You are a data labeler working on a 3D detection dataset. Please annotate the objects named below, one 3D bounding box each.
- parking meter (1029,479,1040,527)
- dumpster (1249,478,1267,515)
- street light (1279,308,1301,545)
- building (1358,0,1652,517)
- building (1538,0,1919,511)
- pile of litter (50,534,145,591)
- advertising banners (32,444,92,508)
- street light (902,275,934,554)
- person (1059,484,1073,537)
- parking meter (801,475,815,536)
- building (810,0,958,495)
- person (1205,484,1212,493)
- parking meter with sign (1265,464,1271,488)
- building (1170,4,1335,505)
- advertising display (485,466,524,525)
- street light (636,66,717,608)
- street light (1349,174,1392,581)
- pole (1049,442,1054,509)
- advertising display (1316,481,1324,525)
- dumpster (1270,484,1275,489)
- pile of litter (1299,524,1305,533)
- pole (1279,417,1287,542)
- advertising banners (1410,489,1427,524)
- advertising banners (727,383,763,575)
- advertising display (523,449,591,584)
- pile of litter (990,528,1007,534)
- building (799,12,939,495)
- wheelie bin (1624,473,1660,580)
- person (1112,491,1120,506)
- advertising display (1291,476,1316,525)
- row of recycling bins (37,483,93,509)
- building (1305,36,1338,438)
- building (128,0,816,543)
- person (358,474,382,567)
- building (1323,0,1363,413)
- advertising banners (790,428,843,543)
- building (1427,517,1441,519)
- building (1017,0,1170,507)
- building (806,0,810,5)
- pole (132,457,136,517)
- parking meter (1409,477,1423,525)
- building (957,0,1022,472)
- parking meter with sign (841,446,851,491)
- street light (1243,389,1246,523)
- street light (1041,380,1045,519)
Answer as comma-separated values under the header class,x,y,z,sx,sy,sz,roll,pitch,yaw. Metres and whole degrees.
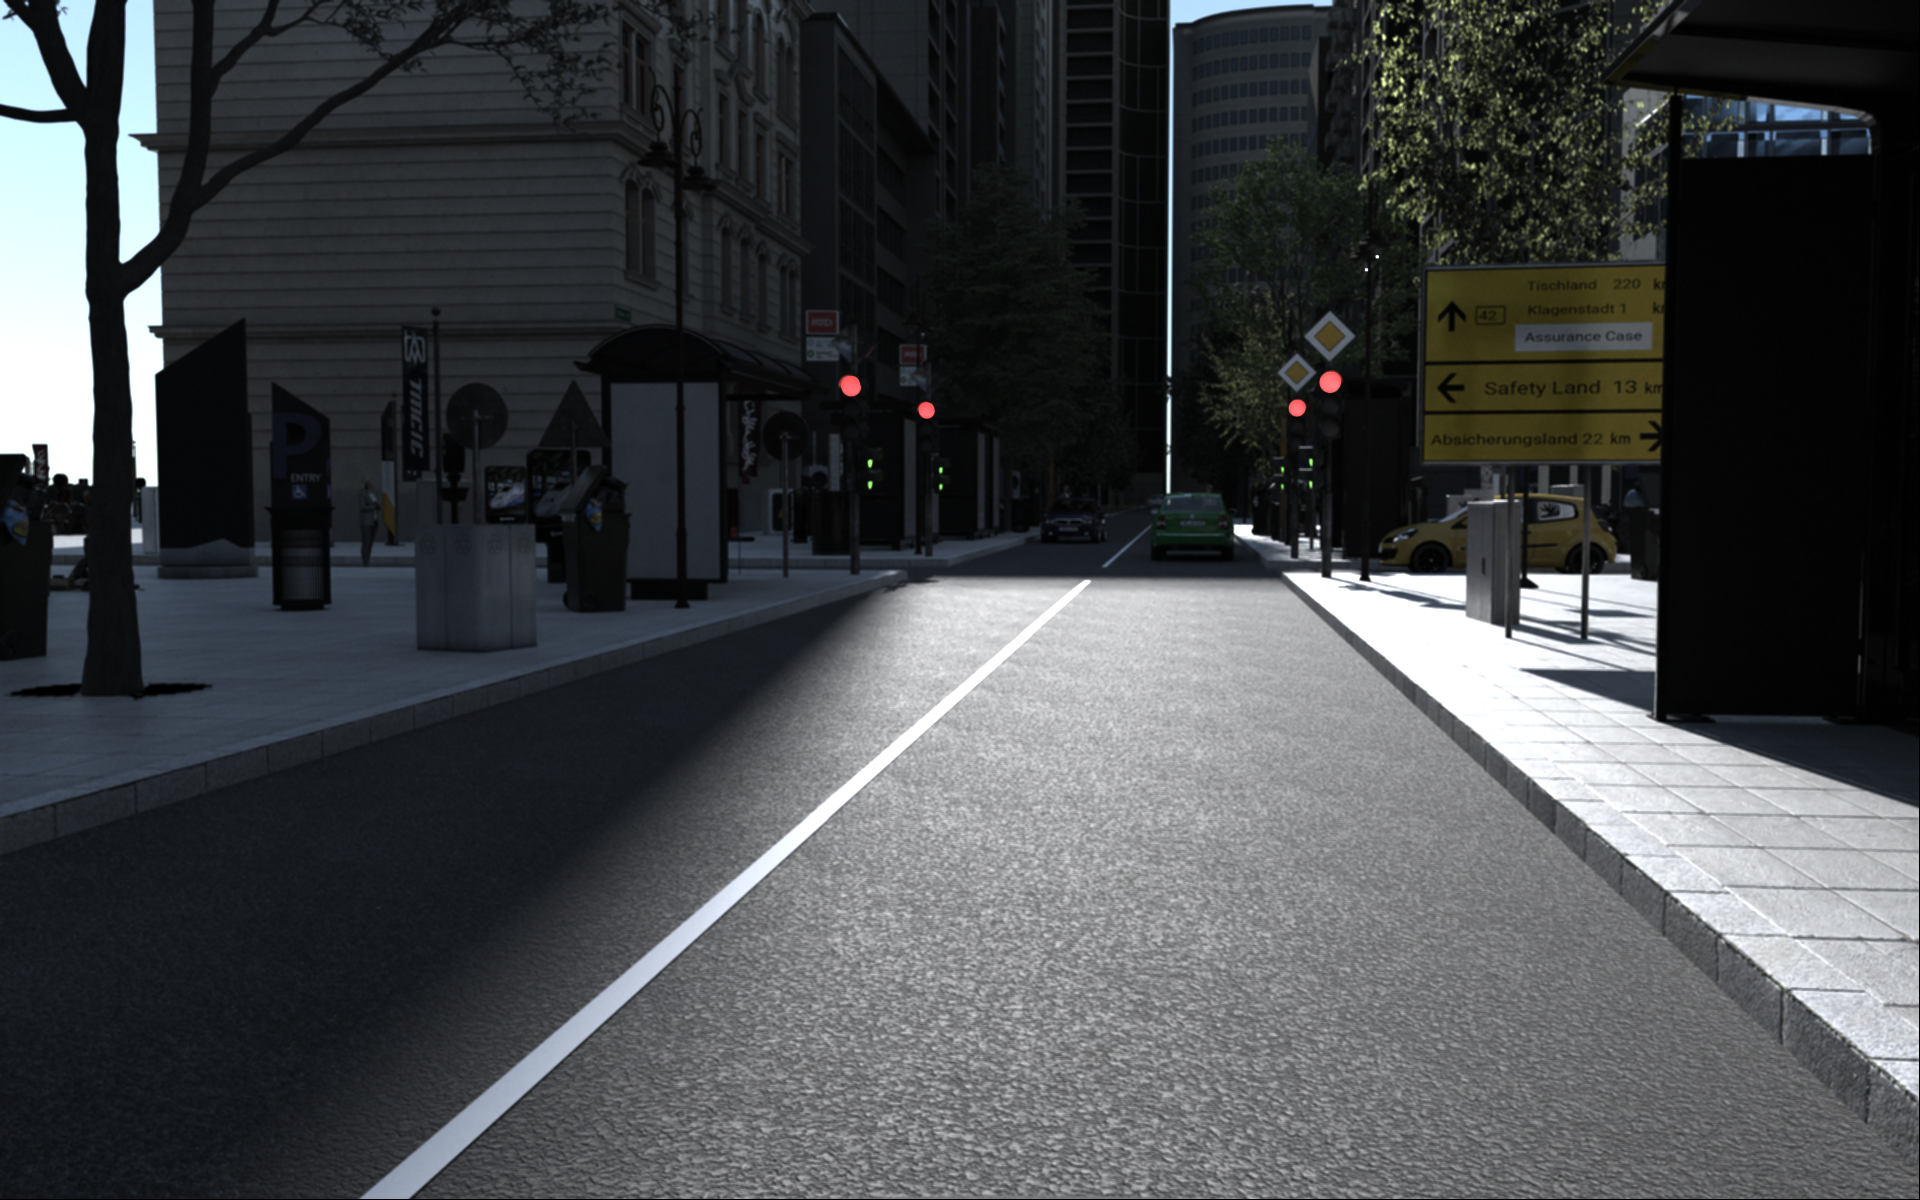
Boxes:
class,x,y,z,sx,sy,sz,roll,pitch,yaw
parking meter,2.930,-3.798,67.800,0.399,1.863,0.255,-3,5,-44
dumpster,18.105,-6.185,103.624,1.502,2.255,1.985,0,4,7
street light,8.202,-4.305,43.180,0.468,5.910,1.993,0,4,7
building,36.670,-41.587,118.195,20.563,71.187,20.611,0,4,7
building,33.683,-45.024,48.811,31.000,86.520,22.319,0,4,7
pile of litter,-11.700,-0.566,23.213,1.719,0.858,1.176,3,5,42
advertising banners,-31.168,-3.922,60.306,2.074,3.025,0.090,-1,4,-9
street light,-0.883,-3.910,36.717,0.468,5.910,1.993,0,4,7
person,3.560,-2.985,57.858,0.362,1.759,0.519,3,5,45
parking meter,-4.613,-2.874,52.702,0.399,1.863,0.255,2,4,27
building,-1.980,-44.673,168.647,20.611,71.187,20.563,0,4,7
person,7.655,-2.704,53.381,0.731,1.740,0.598,3,5,40
parking meter with sign,18.252,-6.439,101.541,0.543,3.016,1.738,1,4,21
building,39.625,-40.753,208.315,28.212,58.520,21.231,0,4,7
advertising display,-10.446,-2.118,39.851,0.974,1.923,0.123,-3,5,-41
street light,-3.130,-2.847,19.338,0.468,5.910,1.993,0,4,7
street light,5.989,-3.220,25.437,0.468,5.910,1.993,0,4,7
pole,3.569,-4.519,67.727,0.158,3.312,0.155,0,3,0
advertising display,15.166,-4.099,72.232,0.123,1.923,0.974,-3,5,-40
dumpster,13.568,-4.080,72.463,1.264,1.857,1.865,0,4,7
pile of litter,10.840,-2.611,56.659,1.719,0.858,1.176,0,4,0
pole,8.591,-3.191,46.024,0.158,3.312,0.155,0,3,0
advertising banners,10.477,-2.731,40.836,0.090,3.025,2.074,3,5,43
advertising banners,-3.922,-1.922,27.615,2.074,3.025,0.090,2,4,33
advertising display,-5.783,-1.212,25.024,0.974,1.923,0.123,-3,5,-41
pile of litter,0.629,-2.603,56.522,1.719,0.858,1.176,1,4,14
building,-10.090,-16.151,83.128,14.314,24.678,30.058,0,4,7
wheelie bin,10.419,-1.106,25.999,0.980,1.594,0.693,0,4,-7
person,17.278,-11.162,191.012,1.348,1.823,0.705,-3,5,-43
advertising display,12.523,-3.573,63.627,0.974,1.923,0.123,-1,4,-23
row of recycling bins,-33.739,-3.613,66.193,3.534,1.692,1.069,2,4,31
building,40.778,-31.601,166.794,14.600,45.320,14.200,0,4,7
building,-13.599,-16.432,56.045,14.401,28.519,23.554,0,4,7
person,-10.914,-1.436,32.168,0.526,1.800,0.537,2,4,32
building,42.130,-32.064,143.860,23.786,49.044,30.456,0,4,7
advertising banners,-3.660,-3.028,45.688,0.090,3.025,2.074,3,5,45
building,34.055,-39.930,91.102,20.563,71.187,20.611,0,4,7
building,14.920,-47.234,210.535,20.611,71.187,20.563,0,4,7
building,-8.718,-41.781,121.379,20.563,71.187,20.611,0,4,7
pole,-45.319,-6.187,94.996,0.158,3.312,0.155,0,3,0
parking meter,15.684,-3.294,59.575,0.399,1.863,0.255,-1,4,-9
building,-2.720,-27.852,138.973,14.154,41.232,14.086,0,4,7
parking meter with sign,-4.172,-4.047,62.437,0.543,3.016,1.738,-1,4,-8
street light,12.498,-6.308,75.921,0.468,5.910,1.993,0,4,7
street light,3.371,-5.939,69.891,0.468,5.910,1.993,0,4,7
